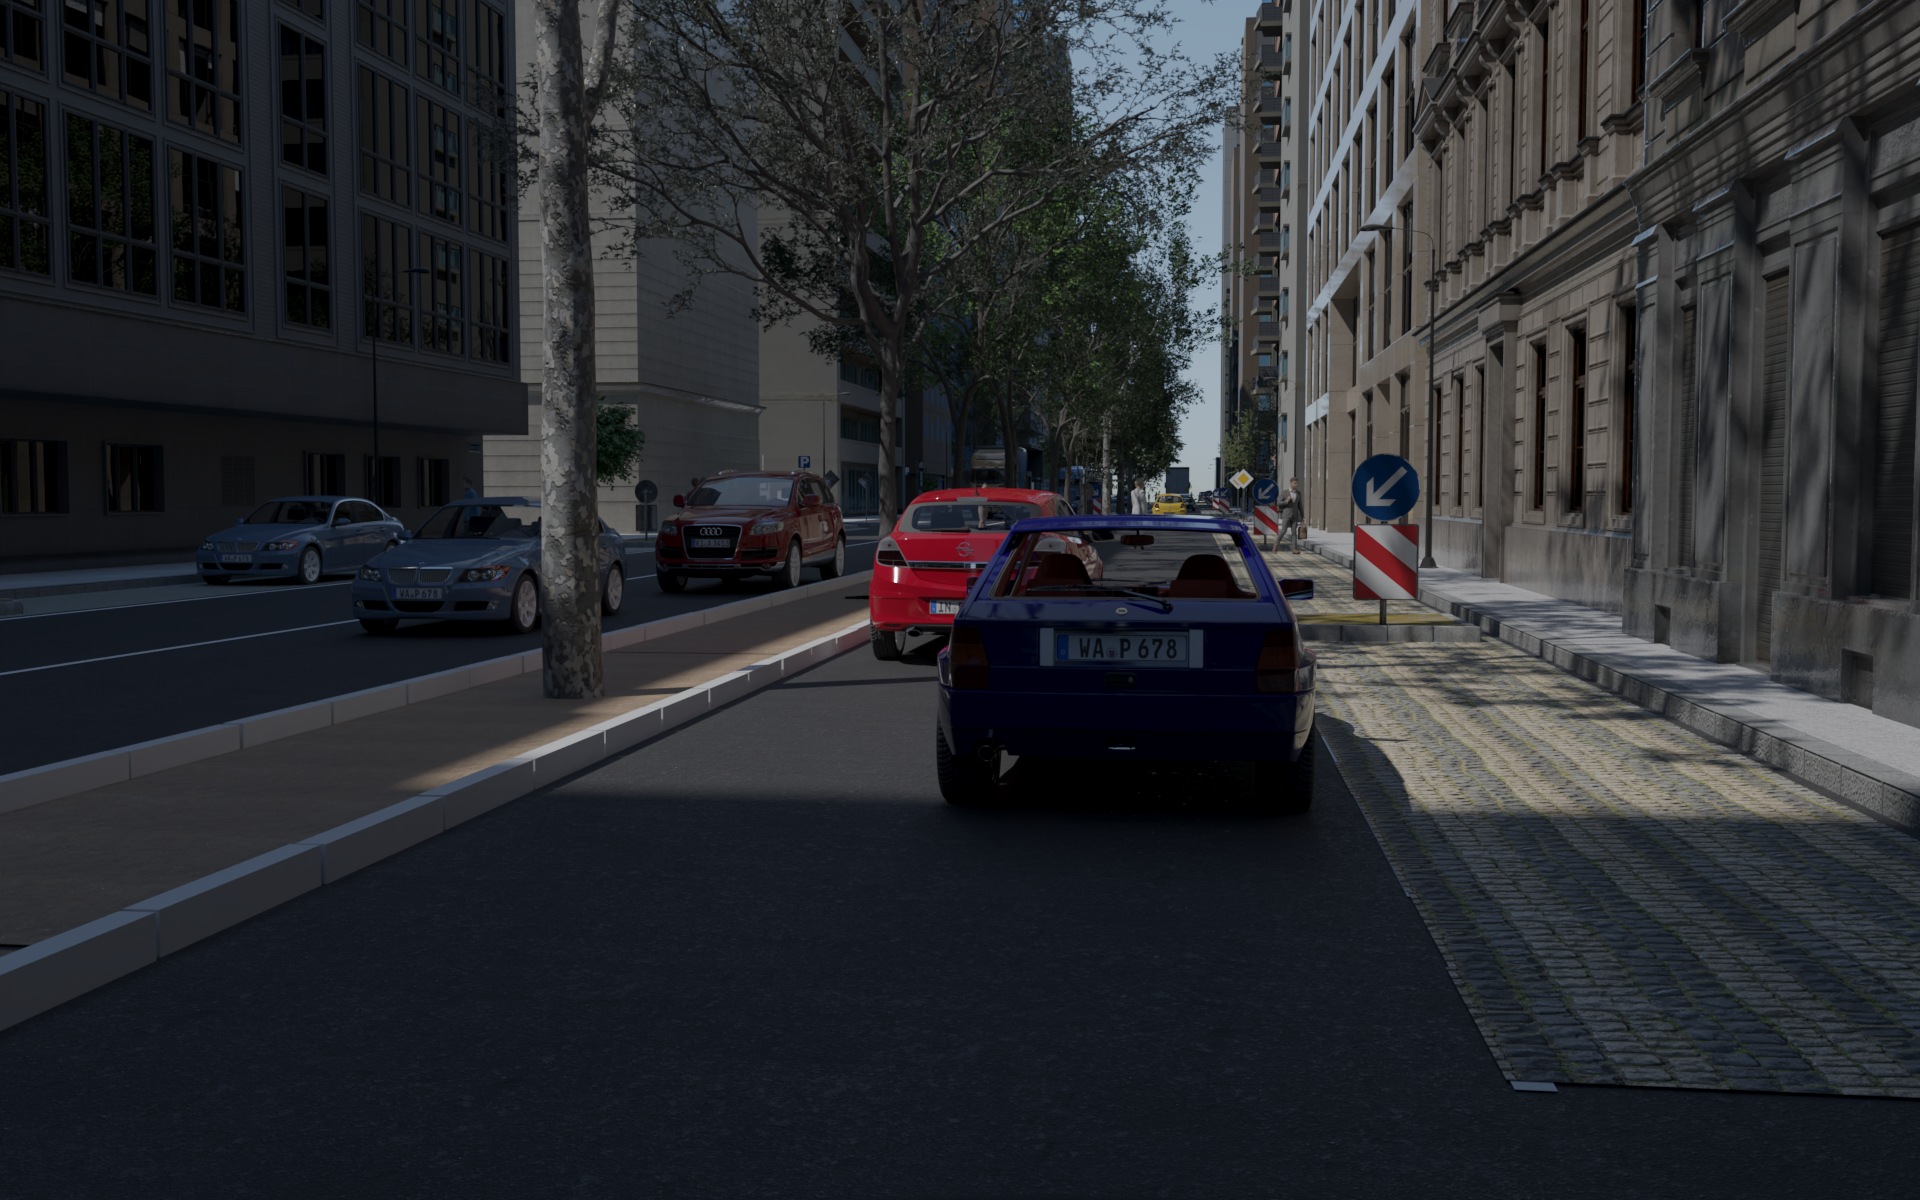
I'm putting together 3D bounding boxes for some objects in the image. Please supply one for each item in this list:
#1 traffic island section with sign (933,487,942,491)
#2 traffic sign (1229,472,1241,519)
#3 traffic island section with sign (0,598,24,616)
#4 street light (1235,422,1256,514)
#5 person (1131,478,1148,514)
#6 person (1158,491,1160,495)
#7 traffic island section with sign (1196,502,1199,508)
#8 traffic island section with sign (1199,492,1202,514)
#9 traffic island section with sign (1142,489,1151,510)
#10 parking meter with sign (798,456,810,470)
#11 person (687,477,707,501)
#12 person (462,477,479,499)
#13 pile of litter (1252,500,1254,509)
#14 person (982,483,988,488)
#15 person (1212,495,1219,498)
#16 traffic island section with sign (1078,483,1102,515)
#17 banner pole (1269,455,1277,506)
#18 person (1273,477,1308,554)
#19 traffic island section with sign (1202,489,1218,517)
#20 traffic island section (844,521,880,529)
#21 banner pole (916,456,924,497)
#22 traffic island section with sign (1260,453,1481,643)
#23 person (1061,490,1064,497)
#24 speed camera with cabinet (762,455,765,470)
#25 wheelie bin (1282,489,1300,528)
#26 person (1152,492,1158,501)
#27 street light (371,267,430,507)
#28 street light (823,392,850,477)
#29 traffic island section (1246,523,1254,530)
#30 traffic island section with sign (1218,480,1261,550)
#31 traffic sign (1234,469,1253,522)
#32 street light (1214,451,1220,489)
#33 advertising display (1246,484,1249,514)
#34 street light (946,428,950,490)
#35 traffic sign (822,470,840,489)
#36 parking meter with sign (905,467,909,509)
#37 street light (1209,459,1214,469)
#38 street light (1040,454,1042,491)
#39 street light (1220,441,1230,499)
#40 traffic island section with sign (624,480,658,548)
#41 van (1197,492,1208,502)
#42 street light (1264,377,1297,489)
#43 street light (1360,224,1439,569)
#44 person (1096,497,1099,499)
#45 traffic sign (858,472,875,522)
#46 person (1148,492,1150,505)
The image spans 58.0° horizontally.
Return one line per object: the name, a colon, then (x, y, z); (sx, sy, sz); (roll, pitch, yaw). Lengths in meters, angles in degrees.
traffic island section with sign: (-1.297, -5.704, 101.881); (1.989, 1.847, 2.006); (0, 4, 8)
traffic sign: (12.362, -4.489, 77.039); (0.795, 2.450, 0.064); (0, 4, 8)
traffic island section with sign: (-12.187, -0.709, 20.216); (1.989, 1.847, 2.006); (0, 4, 8)
street light: (18.515, -8.524, 111.903); (1.470, 5.913, 1.316); (0, 4, 8)
person: (4.583, -2.208, 44.485); (0.514, 1.842, 0.818); (2, 4, 34)
person: (24.533, -12.479, 212.401); (0.599, 1.838, 0.709); (1, 4, 10)
traffic island section with sign: (25.288, -10.258, 176.338); (1.989, 1.847, 2.006); (0, 4, 8)
traffic island section with sign: (18.602, -7.189, 126.170); (1.989, 1.847, 2.006); (0, 4, 8)
traffic island section with sign: (15.978, -8.805, 152.095); (2.006, 1.907, 1.989); (0, 4, 8)
parking meter with sign: (-7.459, -5.116, 79.909); (0.543, 3.016, 1.738); (-2, 4, -25)
person: (-5.978, -1.929, 40.009); (0.573, 1.828, 0.580); (1, 4, 21)
person: (-9.950, -1.625, 35.405); (0.444, 1.785, 0.601); (-1, 4, -18)
pile of litter: (24.915, -8.219, 148.351); (1.176, 0.858, 1.719); (0, 4, 8)
person: (0.769, -2.858, 55.567); (0.374, 1.781, 0.599); (3, 5, 40)
person: (26.547, -10.489, 180.540); (0.990, 1.755, 0.434); (-1, 4, -16)
traffic island section with sign: (6.055, -4.249, 77.612); (2.006, 1.907, 1.989); (0, 4, 8)
banner pole: (20.002, -7.372, 110.546); (0.401, 3.779, 0.863); (-2, 4, -35)
person: (7.807, -1.988, 40.960); (0.622, 1.834, 0.822); (-2, 4, -25)
traffic island section with sign: (15.043, -5.555, 99.450); (1.989, 1.847, 2.006); (0, 4, 8)
traffic island section: (-4.307, -3.490, 79.335); (2.009, 0.180, 2.903); (0, 4, 8)
banner pole: (-2.642, -7.548, 113.425); (0.401, 3.779, 0.863); (3, 5, 43)
traffic island section with sign: (4.135, -0.551, 17.639); (1.989, 1.847, 2.006); (0, 4, 8)
person: (9.576, -9.326, 160.965); (0.705, 1.826, 1.348); (0, 4, 2)
speed camera with cabinet: (-9.234, -5.714, 87.751); (2.038, 3.252, 0.660); (0, 4, 7)
wheelie bin: (12.611, -3.557, 66.061); (0.693, 1.594, 0.980); (0, 4, 5)
person: (25.692, -13.354, 227.558); (1.217, 1.743, 0.721); (-3, 5, -39)
street light: (-11.543, -3.863, 35.709); (1.470, 5.913, 1.316); (0, 4, 8)
street light: (-5.696, -6.531, 79.326); (1.470, 5.913, 1.316); (0, 4, 8)
traffic island section: (12.386, -3.354, 77.113); (2.009, 0.180, 2.903); (0, 4, 8)
traffic island section with sign: (7.695, -2.186, 44.376); (1.989, 1.847, 2.006); (0, 4, 8)
traffic sign: (11.306, -4.005, 69.123); (0.795, 2.450, 0.064); (0, 4, 8)
street light: (28.705, -13.199, 188.338); (1.470, 5.913, 1.316); (0, 4, 8)
advertising display: (18.789, -6.612, 113.327); (0.123, 1.923, 0.974); (0, 4, 5)
street light: (-0.377, -8.934, 118.611); (1.470, 5.913, 1.316); (0, 4, 8)
traffic sign: (-5.338, -4.141, 71.355); (0.795, 2.450, 0.064); (0, 4, 8)
parking meter with sign: (-4.154, -7.079, 112.007); (1.738, 3.016, 0.543); (2, 4, 30)
street light: (33.818, -15.575, 227.193); (1.470, 5.913, 1.316); (0, 4, 8)
street light: (9.598, -13.588, 194.711); (1.470, 5.913, 1.316); (0, 4, 8)
street light: (23.703, -10.934, 151.305); (1.470, 5.913, 1.316); (0, 4, 8)
traffic island section with sign: (-8.629, -2.343, 46.936); (1.989, 1.847, 2.006); (0, 4, 8)
van: (40.942, -17.434, 292.048); (2.013, 2.044, 4.112); (0, 4, 7)
street light: (12.781, -5.892, 68.878); (1.470, 5.913, 1.316); (0, 4, 8)
street light: (7.568, -3.506, 29.872); (1.470, 5.913, 1.316); (0, 4, 8)
person: (14.466, -10.597, 182.681); (0.541, 1.710, 0.530); (-1, 4, -9)
traffic sign: (-4.283, -4.626, 79.271); (0.795, 2.450, 0.064); (0, 4, 8)
person: (24.477, -13.153, 224.464); (0.530, 1.710, 0.541); (2, 4, 23)
